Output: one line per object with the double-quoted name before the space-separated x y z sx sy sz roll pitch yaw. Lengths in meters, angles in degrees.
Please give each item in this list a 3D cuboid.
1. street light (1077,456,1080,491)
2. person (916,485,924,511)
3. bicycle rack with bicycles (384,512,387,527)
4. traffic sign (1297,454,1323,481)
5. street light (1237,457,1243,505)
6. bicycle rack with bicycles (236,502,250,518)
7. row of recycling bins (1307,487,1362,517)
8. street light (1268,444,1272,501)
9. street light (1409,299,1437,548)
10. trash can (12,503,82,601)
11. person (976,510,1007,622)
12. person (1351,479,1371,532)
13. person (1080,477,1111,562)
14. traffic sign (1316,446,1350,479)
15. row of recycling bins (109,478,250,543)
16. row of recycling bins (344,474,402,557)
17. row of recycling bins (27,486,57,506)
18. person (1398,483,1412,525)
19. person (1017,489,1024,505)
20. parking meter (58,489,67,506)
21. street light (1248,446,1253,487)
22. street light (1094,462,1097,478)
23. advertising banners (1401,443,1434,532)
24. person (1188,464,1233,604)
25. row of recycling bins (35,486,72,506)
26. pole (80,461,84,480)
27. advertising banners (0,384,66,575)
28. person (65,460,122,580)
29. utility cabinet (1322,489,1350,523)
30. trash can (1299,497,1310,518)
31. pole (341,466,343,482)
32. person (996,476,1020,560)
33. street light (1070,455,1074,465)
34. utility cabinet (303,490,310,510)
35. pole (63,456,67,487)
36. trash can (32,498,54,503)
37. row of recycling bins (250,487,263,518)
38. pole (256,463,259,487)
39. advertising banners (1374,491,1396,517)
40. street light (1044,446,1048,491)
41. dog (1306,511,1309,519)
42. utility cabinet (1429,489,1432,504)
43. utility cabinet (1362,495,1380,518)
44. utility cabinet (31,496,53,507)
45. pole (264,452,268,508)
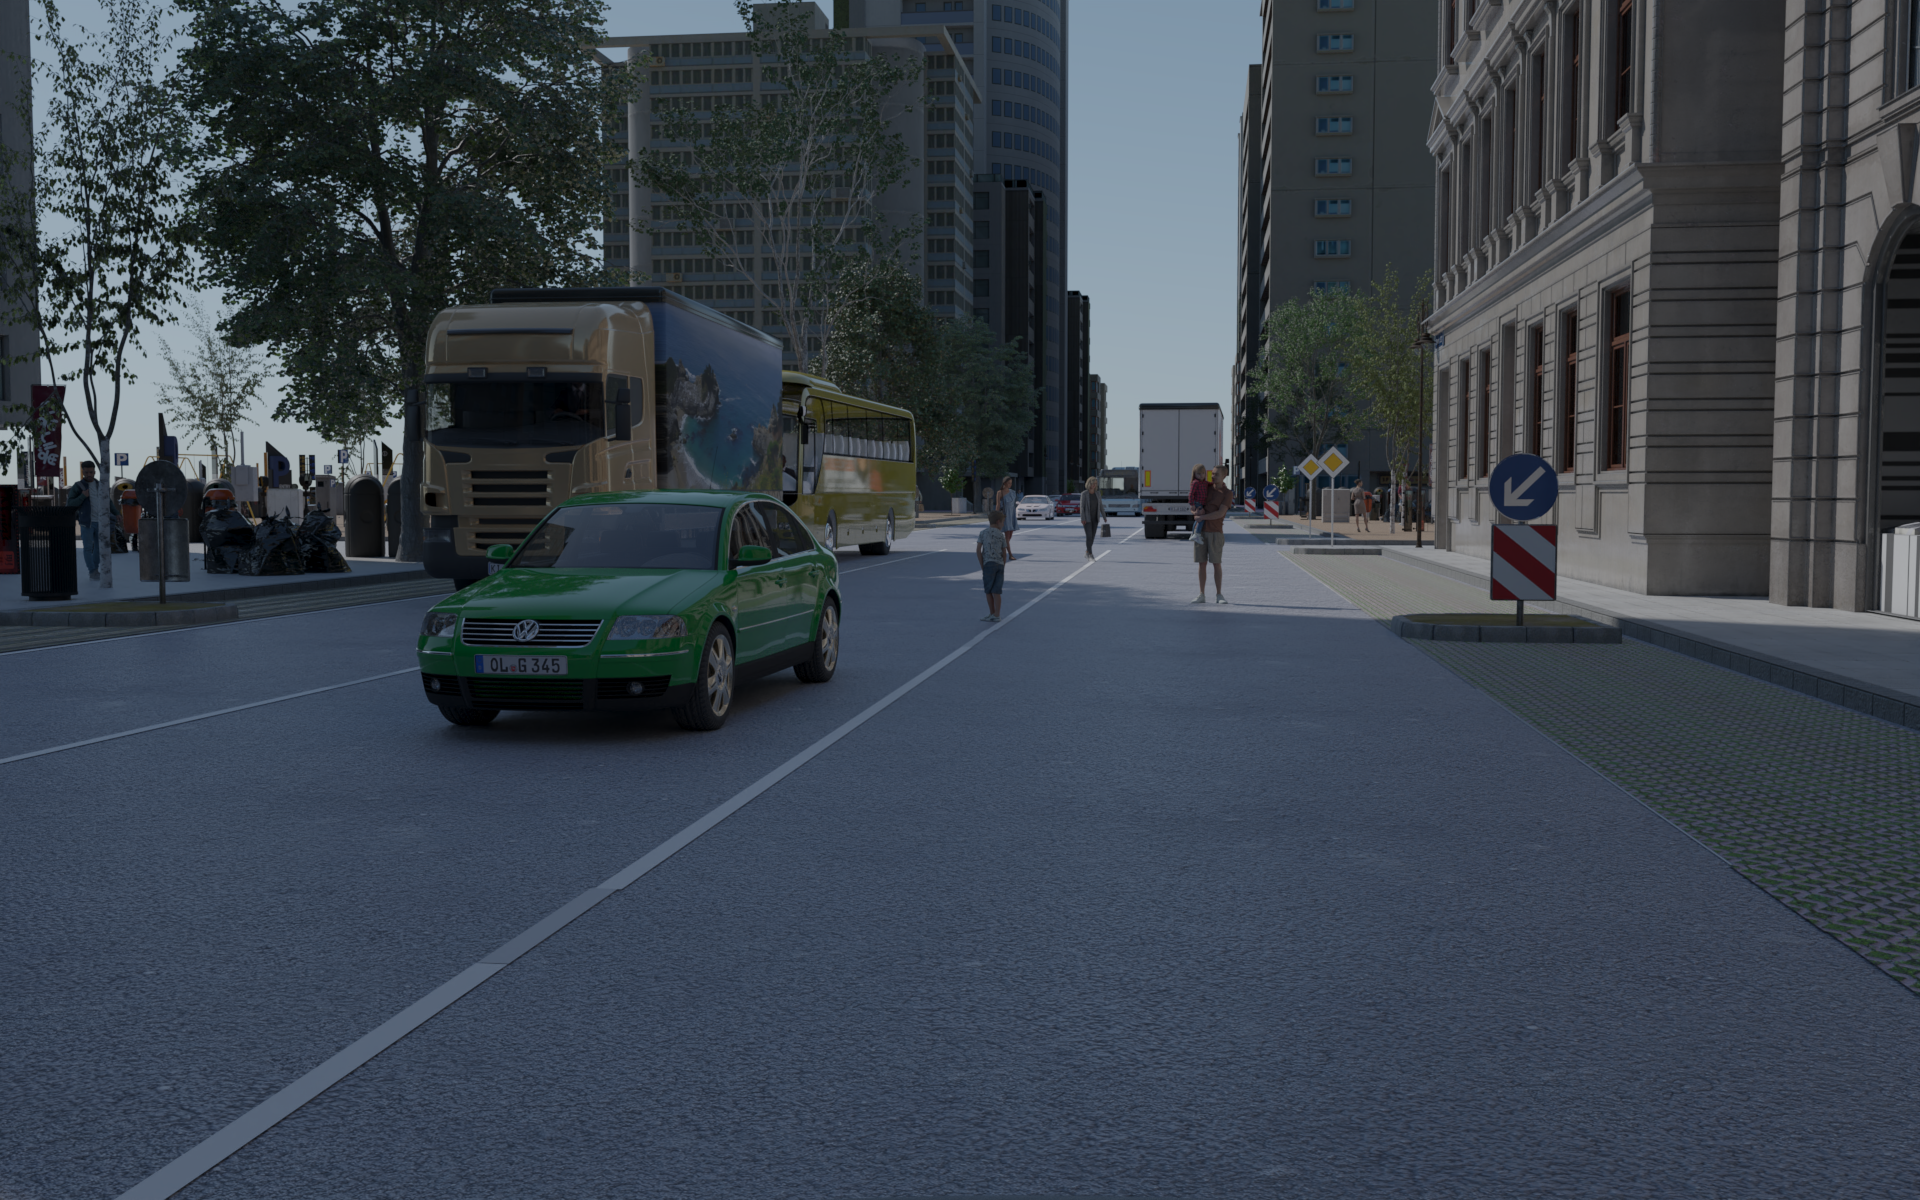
"street light" 14.413 -14.566 210.944 0.468 5.910 1.993 0 4 8
"person" -2.325 -5.344 93.910 0.782 1.767 0.515 -2 4 -30
"bicycle rack with bicycles" -20.867 -3.101 64.085 2.852 0.926 2.925 0 4 -2
"traffic sign" 10.102 -2.912 49.800 0.795 2.593 0.064 0 4 8
"street light" 33.773 -14.511 210.048 0.468 5.910 1.993 0 4 8
"bicycle rack with bicycles" -35.371 -4.247 82.813 2.852 0.926 2.925 -2 4 -30
"row of recycling bins" 21.650 -5.665 99.730 3.534 1.692 1.069 -1 4 -19
"street light" 22.685 -9.450 127.294 0.468 5.910 1.993 0 4 8
"street light" 10.973 -4.186 41.228 0.468 5.910 1.993 0 4 8
"trash can" -11.013 -0.567 20.928 0.748 1.137 0.748 0 3 0
"person" 0.353 -0.383 19.453 0.332 1.250 0.352 2 4 27
"person" 13.494 -3.174 58.279 0.599 1.781 0.374 3 5 43
"person" 2.861 -1.729 36.944 0.709 1.800 0.728 -1 4 -21
"traffic sign" 9.035 -2.428 41.887 0.795 2.593 0.064 0 4 8
"row of recycling bins" -20.851 -2.374 45.926 3.534 1.692 1.069 1 4 10
"row of recycling bins" -10.806 -1.734 35.457 3.534 1.692 1.069 0 4 -4
"row of recycling bins" -51.666 -5.416 95.664 1.069 1.692 3.534 0 4 8
"person" 18.442 -4.029 71.898 0.580 1.828 0.573 0 4 -5
"person" 4.196 -6.831 120.455 0.793 1.790 0.793 1 4 15
"parking meter" -41.902 -4.434 80.908 0.372 1.533 0.369 0 3 0
"street light" 27.324 -11.627 162.883 0.468 5.910 1.993 0 4 8
"street light" 19.273 -16.731 246.334 0.468 5.910 1.993 0 4 8
"advertising banners" 15.813 -3.872 59.494 2.074 3.025 0.090 -3 5 -43
"person" 3.240 -0.870 22.698 0.580 1.828 0.573 -1 4 -16
"row of recycling bins" -43.151 -4.753 84.827 1.069 1.692 3.534 3 4 36
"pole" -54.739 -6.982 107.996 0.158 3.312 0.155 0 3 0
"advertising banners" -15.275 -1.916 27.522 2.074 3.025 0.090 -1 4 -11
"person" -12.954 -1.189 25.827 0.721 1.781 0.623 1 4 22
"utility cabinet" 16.601 -4.148 76.494 1.173 1.500 0.318 0 4 3
"trash can" 18.684 -5.018 93.693 0.748 1.137 0.748 0 3 0
"pole" -44.866 -8.079 125.939 0.158 3.312 0.155 0 3 0
"person" 0.975 -1.774 37.601 0.616 1.811 0.778 -2 4 -30
"street light" 12.834 -13.809 198.558 0.468 5.910 1.993 0 4 8
"utility cabinet" -36.732 -5.414 97.204 1.173 1.500 0.318 0 4 7
"pole" -48.426 -6.111 93.766 0.158 3.312 0.155 0 3 0
"trash can" -31.836 -2.962 60.079 0.748 1.137 0.748 0 3 0
"row of recycling bins" -38.390 -5.256 93.041 1.069 1.692 3.534 0 4 3
"pole" -45.990 -7.315 113.445 0.158 3.312 0.155 0 3 0
"advertising banners" 24.498 -6.247 98.325 2.074 3.025 0.090 -1 4 -8
"street light" 8.029 -11.657 163.378 0.468 5.910 1.993 0 4 8
"dog" 17.719 -4.270 87.558 0.748 0.427 0.550 -2 4 -27
"utility cabinet" 22.064 -4.317 79.262 1.173 1.500 0.318 1 4 21
"utility cabinet" 22.388 -5.093 94.431 0.306 1.237 1.020 -3 4 -37
"utility cabinet" -34.390 -3.266 64.563 1.020 1.237 0.306 0 4 3
"pole" -33.909 -5.555 84.662 0.158 3.312 0.155 0 3 0
